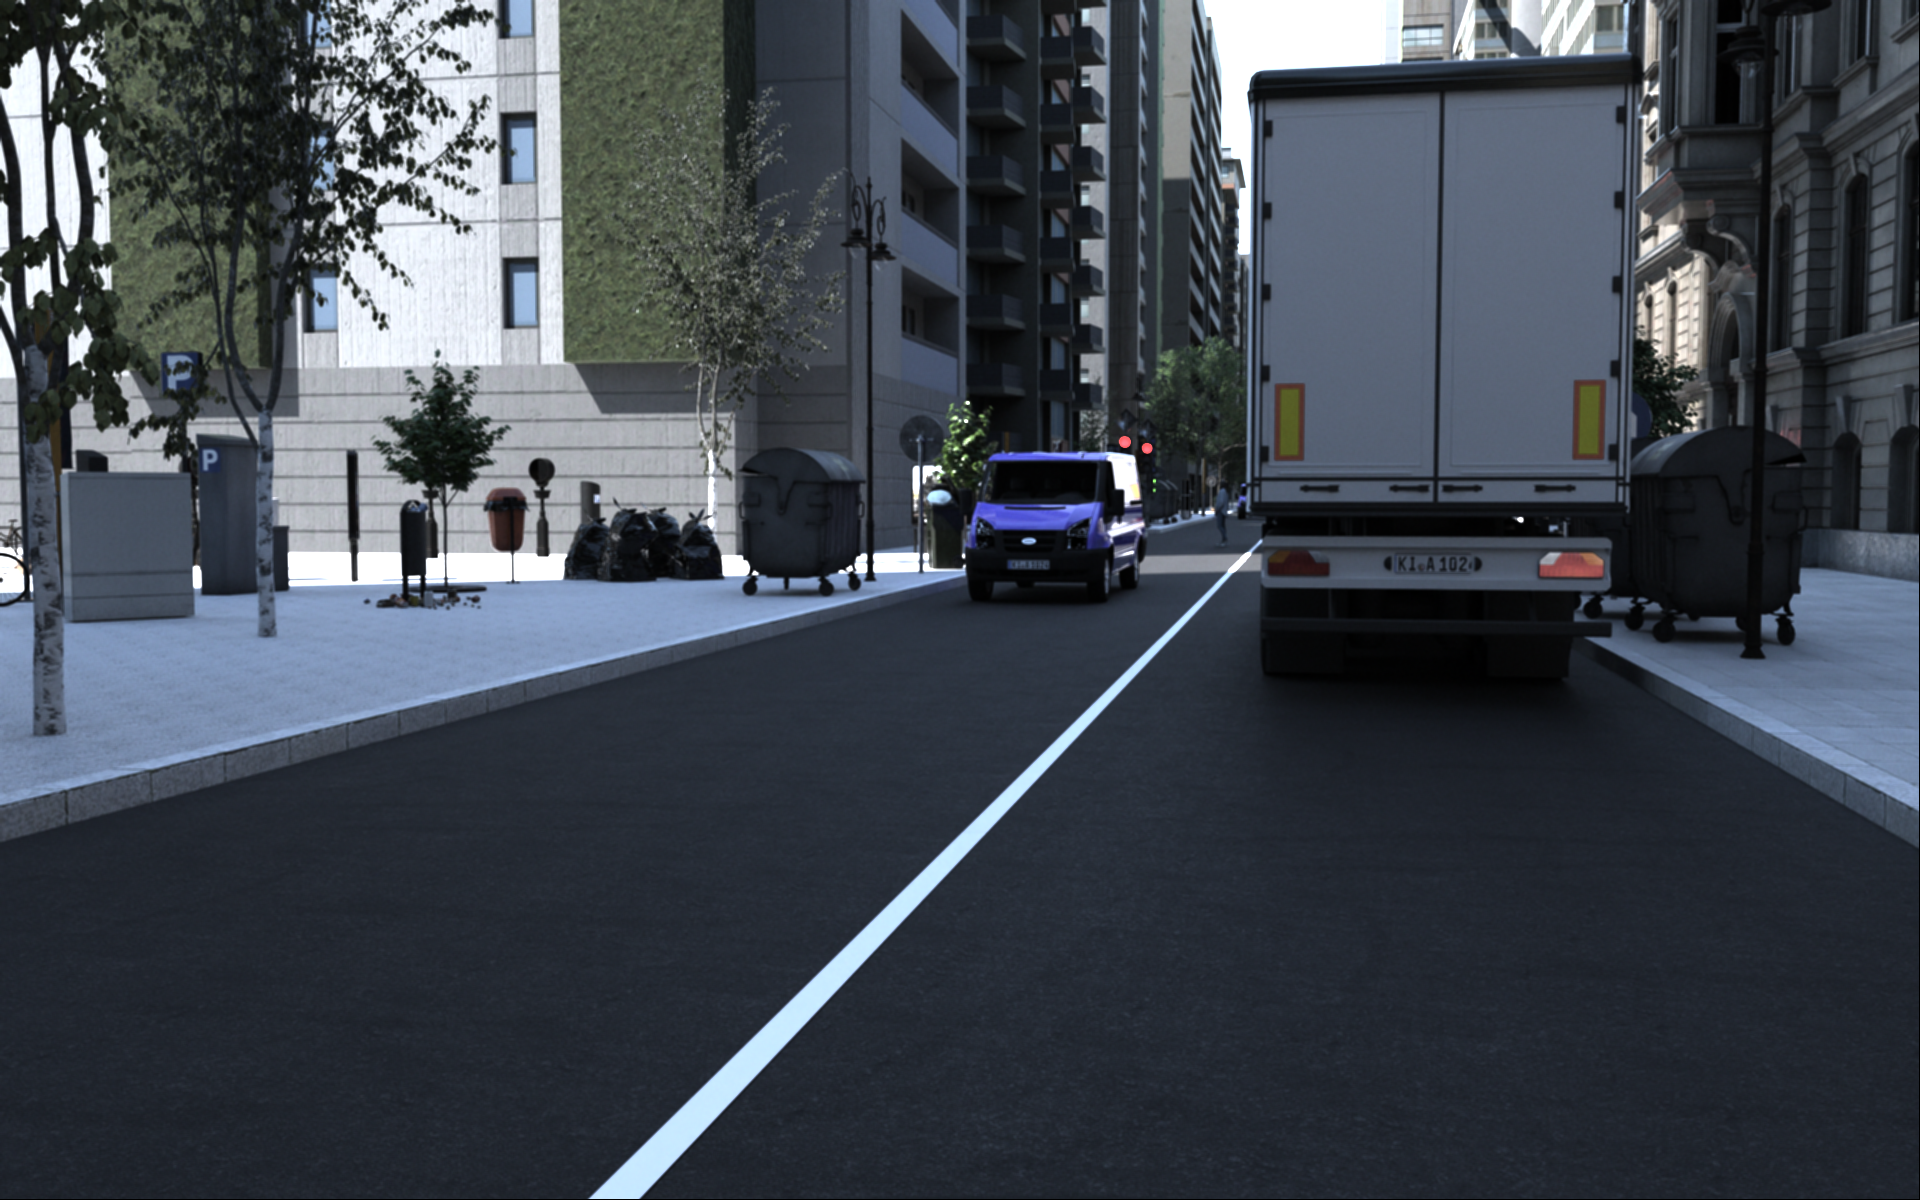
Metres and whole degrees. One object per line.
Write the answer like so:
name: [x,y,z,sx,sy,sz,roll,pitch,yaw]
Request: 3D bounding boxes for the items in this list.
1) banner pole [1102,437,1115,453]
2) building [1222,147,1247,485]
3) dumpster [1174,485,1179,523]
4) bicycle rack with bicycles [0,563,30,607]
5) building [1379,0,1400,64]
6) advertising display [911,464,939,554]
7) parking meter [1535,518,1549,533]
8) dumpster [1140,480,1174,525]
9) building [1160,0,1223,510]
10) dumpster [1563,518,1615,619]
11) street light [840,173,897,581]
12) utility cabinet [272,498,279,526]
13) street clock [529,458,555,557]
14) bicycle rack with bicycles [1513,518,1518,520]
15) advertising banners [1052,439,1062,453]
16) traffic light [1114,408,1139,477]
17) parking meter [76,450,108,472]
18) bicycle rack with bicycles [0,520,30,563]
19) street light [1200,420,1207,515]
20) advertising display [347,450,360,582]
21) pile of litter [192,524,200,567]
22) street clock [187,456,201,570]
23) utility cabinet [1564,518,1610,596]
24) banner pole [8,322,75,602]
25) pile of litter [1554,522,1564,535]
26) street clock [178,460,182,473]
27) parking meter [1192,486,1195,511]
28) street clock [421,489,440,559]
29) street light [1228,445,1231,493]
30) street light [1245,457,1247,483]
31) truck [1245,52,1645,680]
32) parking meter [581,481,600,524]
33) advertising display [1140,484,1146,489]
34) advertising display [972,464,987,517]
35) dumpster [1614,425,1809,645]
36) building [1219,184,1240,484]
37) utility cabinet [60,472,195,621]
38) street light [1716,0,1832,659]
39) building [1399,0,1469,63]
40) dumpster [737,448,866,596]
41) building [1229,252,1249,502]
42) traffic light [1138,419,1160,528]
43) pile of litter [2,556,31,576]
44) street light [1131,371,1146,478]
banner pole: [6.486,-5.266,76.123,0.401,3.779,0.863,-3,5,-43]
building: [29.255,-41.515,268.006,28.713,52.752,27.495,1,4,11]
dumpster: [9.034,-4.364,77.108,1.264,1.857,1.865,1,4,11]
bicycle rack with bicycles: [-11.687,-0.303,18.337,2.925,0.926,2.852,-1,4,-19]
building: [56.650,-39.678,190.740,21.231,58.520,28.212,1,4,11]
advertising display: [-0.592,-1.946,37.029,0.974,1.923,0.123,2,4,29]
parking meter: [10.837,-1.468,32.414,0.372,1.533,0.369,0,3,0]
dumpster: [8.202,-4.114,73.015,1.264,1.857,1.865,1,4,11]
building: [14.674,-33.545,172.157,21.300,48.544,21.600,1,4,11]
dumpster: [7.133,-0.767,18.296,1.264,1.857,1.865,1,4,11]
street light: [-1.324,-3.216,25.376,0.468,5.910,1.993,1,4,11]
utility cabinet: [-10.438,-0.891,25.722,0.306,1.237,1.020,-3,5,-41]
street clock: [-8.476,-1.870,35.147,0.471,2.002,0.358,1,4,18]
bicycle rack with bicycles: [29.938,-5.179,98.060,2.852,0.926,2.925,1,4,15]
advertising banners: [2.654,-3.637,55.645,0.090,3.025,2.074,-2,4,-34]
traffic light: [5.458,-4.156,56.864,0.839,4.253,0.868,1,4,11]
parking meter: [-11.422,-1.048,22.842,0.399,1.863,0.255,3,4,36]
bicycle rack with bicycles: [-18.747,-1.324,35.029,2.852,0.926,2.925,1,4,13]
street light: [14.922,-8.179,106.512,0.468,5.910,1.993,1,4,11]
advertising display: [-8.946,-1.244,25.552,0.123,1.923,0.974,-1,4,-17]
pile of litter: [-13.838,-1.034,30.877,1.719,0.858,1.176,0,4,-1]
street clock: [-12.693,-1.504,29.160,0.358,2.002,0.471,1,4,13]
utility cabinet: [8.173,-0.655,21.874,1.020,1.237,0.306,1,4,15]
banner pole: [-11.035,-1.882,20.793,0.401,3.779,0.863,2,4,30]
pile of litter: [19.201,-2.431,53.707,1.719,0.858,1.176,2,4,34]
street clock: [-14.605,-1.741,33.034,0.471,2.002,0.358,-3,5,-40]
parking meter: [17.699,-7.649,130.780,0.255,1.863,0.399,1,4,12]
street clock: [-10.486,-1.820,34.324,0.358,2.002,0.471,2,4,35]
street light: [21.742,-10.240,140.219,0.468,5.910,1.993,1,4,11]
street light: [30.038,-12.774,181.640,0.468,5.910,1.993,1,4,11]
truck: [4.172,-1.702,16.749,2.839,4.237,11.283,1,4,11]
parking meter: [-7.253,-1.566,34.022,0.372,1.533,0.369,0,3,0]
advertising display: [11.553,-6.200,106.589,0.974,1.923,0.123,1,4,10]
advertising display: [0.728,-1.816,34.911,0.974,1.923,0.123,-1,4,-18]
dumpster: [6.713,-0.594,15.476,1.264,1.857,1.865,1,4,11]
building: [27.101,-35.802,239.993,22.147,44.769,28.867,1,4,11]
utility cabinet: [-8.496,-0.551,17.686,1.173,1.500,0.318,-3,5,-43]
street light: [6.205,-2.483,13.377,0.468,5.910,1.993,1,4,11]
building: [42.801,-28.021,141.737,14.154,41.232,14.086,1,4,11]
dumpster: [-2.040,-1.020,22.435,1.264,1.857,1.865,1,4,11]
building: [40.867,-36.918,287.200,14.154,41.232,14.086,1,4,11]
traffic light: [7.029,-4.634,64.693,0.839,4.253,0.868,1,4,11]
pile of litter: [-14.755,-0.864,28.093,1.176,0.858,1.719,2,4,30]
street light: [6.709,-5.650,65.170,0.468,5.910,1.993,1,4,11]
